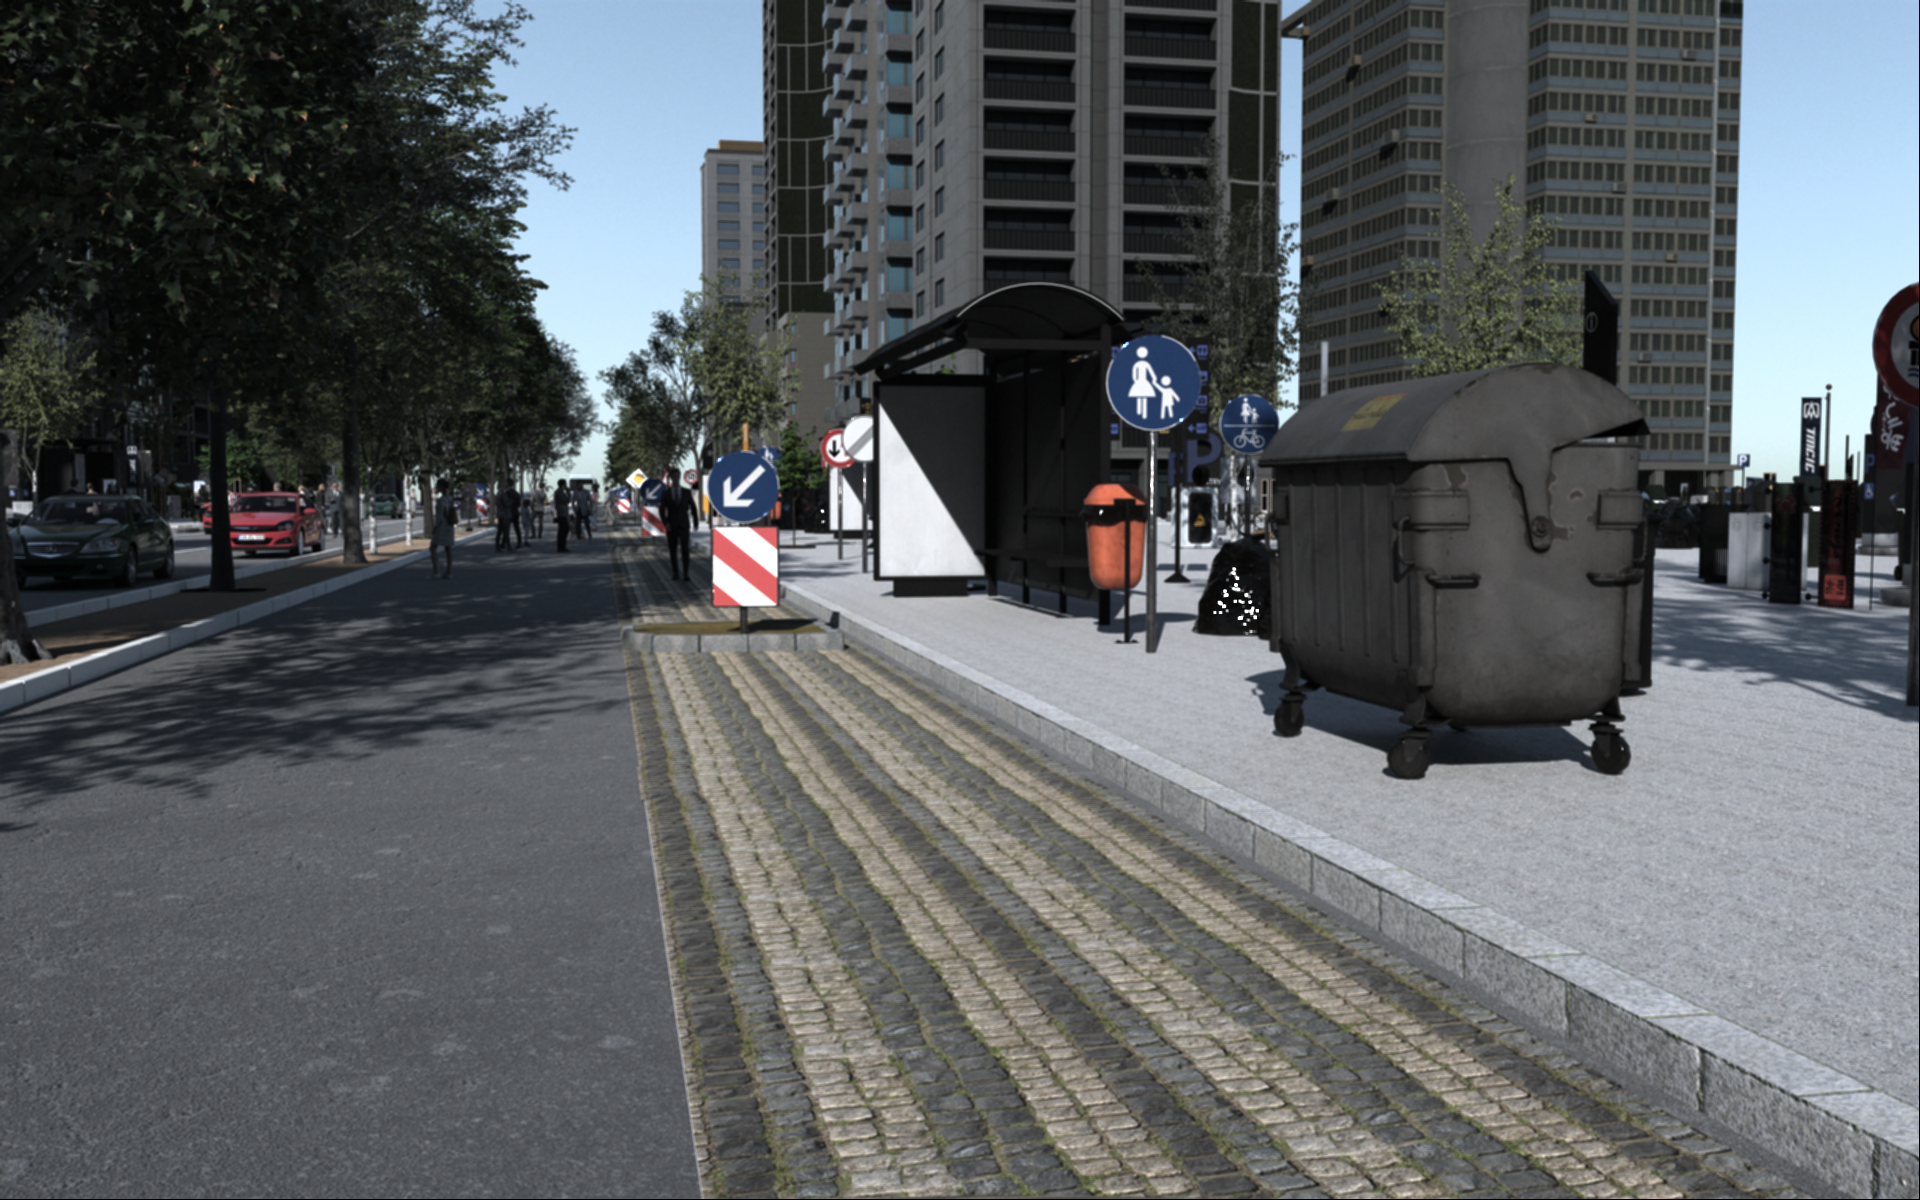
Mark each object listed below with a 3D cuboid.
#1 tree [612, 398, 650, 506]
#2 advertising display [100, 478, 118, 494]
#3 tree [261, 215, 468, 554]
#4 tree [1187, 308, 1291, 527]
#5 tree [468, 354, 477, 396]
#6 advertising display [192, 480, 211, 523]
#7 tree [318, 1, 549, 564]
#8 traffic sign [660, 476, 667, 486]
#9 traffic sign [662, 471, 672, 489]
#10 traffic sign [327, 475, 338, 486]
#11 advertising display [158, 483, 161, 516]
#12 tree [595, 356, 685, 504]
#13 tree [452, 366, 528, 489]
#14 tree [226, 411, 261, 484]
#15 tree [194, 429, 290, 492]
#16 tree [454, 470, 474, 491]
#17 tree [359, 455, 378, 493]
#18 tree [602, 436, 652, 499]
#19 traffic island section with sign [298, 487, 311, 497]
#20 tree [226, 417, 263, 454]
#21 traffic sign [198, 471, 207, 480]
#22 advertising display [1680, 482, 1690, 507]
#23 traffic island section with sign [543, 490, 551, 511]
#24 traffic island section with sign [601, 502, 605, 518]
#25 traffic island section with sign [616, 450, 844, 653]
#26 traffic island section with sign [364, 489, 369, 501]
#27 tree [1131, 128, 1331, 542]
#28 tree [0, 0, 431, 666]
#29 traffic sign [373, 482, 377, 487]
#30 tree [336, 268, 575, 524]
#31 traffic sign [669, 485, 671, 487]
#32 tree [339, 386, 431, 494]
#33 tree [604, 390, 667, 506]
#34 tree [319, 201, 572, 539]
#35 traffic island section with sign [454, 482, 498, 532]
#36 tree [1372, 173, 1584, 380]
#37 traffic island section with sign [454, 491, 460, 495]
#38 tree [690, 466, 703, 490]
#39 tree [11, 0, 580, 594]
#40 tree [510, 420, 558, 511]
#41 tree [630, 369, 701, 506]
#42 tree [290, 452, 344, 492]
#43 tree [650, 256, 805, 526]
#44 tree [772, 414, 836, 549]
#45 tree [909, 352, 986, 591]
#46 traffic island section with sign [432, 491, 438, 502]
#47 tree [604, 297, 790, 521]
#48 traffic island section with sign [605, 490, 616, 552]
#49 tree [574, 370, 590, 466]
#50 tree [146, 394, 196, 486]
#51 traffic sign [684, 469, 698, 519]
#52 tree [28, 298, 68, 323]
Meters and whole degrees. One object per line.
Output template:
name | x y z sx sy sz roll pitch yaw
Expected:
tree | -23.257 -10.973 129.769 4.737 8.622 4.395 0 3 0
advertising display | -34.789 -4.014 70.840 0.123 1.923 0.974 0 4 7
tree | -13.900 -5.378 40.758 4.360 8.622 3.978 0 3 0
tree | 10.582 -7.151 67.275 4.737 8.622 4.395 0 3 0
tree | -15.261 -5.804 47.718 4.360 8.622 3.978 0 3 0
advertising display | -34.123 -4.461 78.151 0.974 1.923 0.123 -3 5 -43
tree | -12.272 -6.988 34.835 7.486 12.596 7.792 0 3 0
traffic sign | -19.173 -6.773 110.737 0.884 2.594 0.081 0 4 -4
traffic sign | -16.448 -5.956 97.378 0.884 2.594 0.081 0 4 -5
traffic sign | -42.877 -7.248 118.513 0.884 2.594 0.081 0 4 -3
advertising display | -41.061 -5.117 88.882 0.123 1.923 0.974 -2 4 -24
tree | -43.117 -23.168 234.688 12.611 20.169 13.585 0 3 0
tree | -22.875 -8.036 84.209 4.737 8.622 4.395 0 3 0
tree | -53.985 -11.066 131.286 4.360 8.622 3.978 0 3 0
tree | -36.760 -6.340 87.373 4.285 4.588 4.351 0 3 0
tree | -69.117 -15.742 241.101 4.285 4.588 4.351 0 3 0
tree | -46.473 -9.149 133.297 4.285 4.588 4.351 0 3 0
tree | -56.712 -23.189 296.146 9.611 12.733 9.660 0 3 0
traffic island section with sign | -35.745 -5.245 94.386 1.989 1.847 2.006 -1 4 -12
tree | -57.818 -11.606 140.114 4.737 8.622 4.395 0 3 0
traffic sign | -41.979 -5.886 96.341 0.768 2.556 0.104 -1 4 -9
advertising display | 39.700 -5.483 94.856 0.123 1.923 0.974 0 4 -2
traffic island section with sign | -35.729 -8.517 147.383 2.006 1.907 1.989 -1 4 -12
traffic island section with sign | -18.888 -5.388 96.724 1.989 1.847 2.006 -1 4 -12
traffic island section with sign | -2.229 -0.483 16.532 1.989 1.847 2.006 -1 4 -12
traffic island section with sign | -41.216 -6.860 120.782 1.989 1.847 2.006 -1 4 -12
tree | 5.546 -5.171 34.905 4.360 8.622 3.978 0 3 0
tree | -8.277 -5.798 14.268 9.611 12.733 9.660 0 3 0
traffic sign | -48.174 -8.675 141.945 0.768 2.556 0.104 -1 4 -8
tree | -18.825 -7.743 63.470 8.767 10.594 7.601 -1 4 -12
traffic sign | -20.834 -7.665 125.322 0.884 2.594 0.081 -1 4 -11
tree | -51.187 -15.129 154.010 9.857 13.997 8.962 0 3 0
tree | -34.498 -16.464 187.308 7.486 12.596 7.792 0 3 0
tree | -16.976 -7.739 54.741 9.928 11.665 9.643 0 3 0
traffic island section with sign | -18.935 -3.573 66.557 2.006 1.907 1.989 -1 4 -12
tree | 11.745 -5.447 39.425 4.737 8.622 4.395 0 3 0
traffic island section with sign | -56.899 -11.474 196.226 1.989 1.847 2.006 -1 4 -12
tree | -16.256 -6.956 108.336 1.663 3.219 1.824 0 3 0
tree | -10.849 -6.865 25.062 12.009 13.543 11.850 0 3 0
tree | -31.055 -10.543 125.202 4.360 8.622 3.978 0 3 0
tree | -17.644 -9.340 103.073 4.360 8.622 3.978 0 3 0
tree | -42.476 -7.871 112.406 4.285 4.588 4.351 0 3 0
tree | -7.096 -6.380 54.682 4.737 8.622 4.395 0 3 0
tree | -3.998 -2.841 41.056 1.663 3.219 1.824 0 3 0
tree | -0.119 -1.743 23.098 1.663 3.219 1.824 0 3 0
traffic island section with sign | -51.287 -9.823 169.226 1.989 1.847 2.006 -1 4 -12
tree | -12.238 -9.005 81.650 8.767 10.594 7.601 -1 4 -20
traffic island section with sign | -7.757 -2.111 43.142 1.989 1.847 2.006 -1 4 -12
tree | -21.258 -8.638 78.094 8.767 10.594 7.601 -1 4 -12
tree | -50.275 -9.671 108.483 4.737 8.622 4.395 0 3 0
traffic sign | -13.855 -5.458 89.339 0.768 2.556 0.104 -1 4 -9
tree | -30.824 -6.570 57.777 4.737 8.622 4.395 0 3 0
